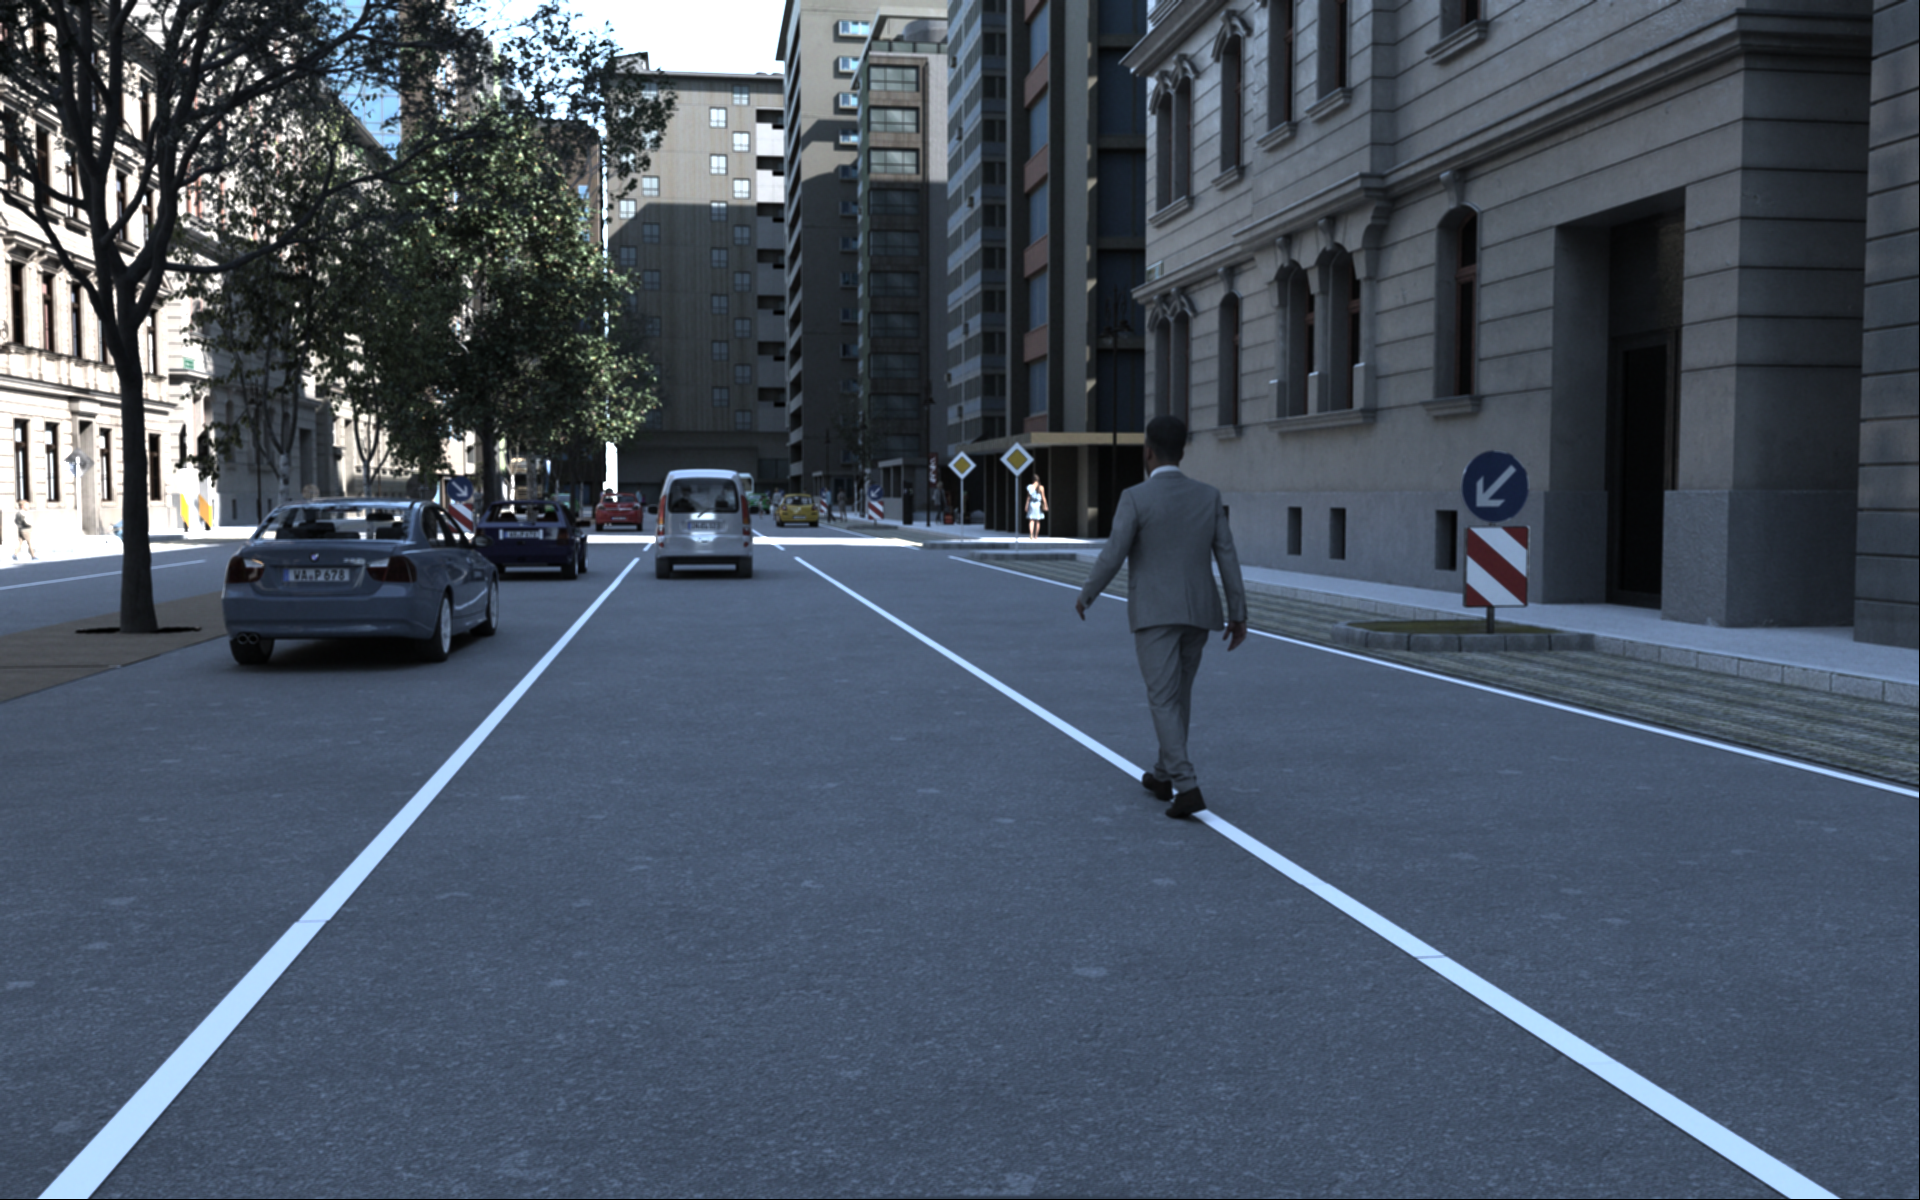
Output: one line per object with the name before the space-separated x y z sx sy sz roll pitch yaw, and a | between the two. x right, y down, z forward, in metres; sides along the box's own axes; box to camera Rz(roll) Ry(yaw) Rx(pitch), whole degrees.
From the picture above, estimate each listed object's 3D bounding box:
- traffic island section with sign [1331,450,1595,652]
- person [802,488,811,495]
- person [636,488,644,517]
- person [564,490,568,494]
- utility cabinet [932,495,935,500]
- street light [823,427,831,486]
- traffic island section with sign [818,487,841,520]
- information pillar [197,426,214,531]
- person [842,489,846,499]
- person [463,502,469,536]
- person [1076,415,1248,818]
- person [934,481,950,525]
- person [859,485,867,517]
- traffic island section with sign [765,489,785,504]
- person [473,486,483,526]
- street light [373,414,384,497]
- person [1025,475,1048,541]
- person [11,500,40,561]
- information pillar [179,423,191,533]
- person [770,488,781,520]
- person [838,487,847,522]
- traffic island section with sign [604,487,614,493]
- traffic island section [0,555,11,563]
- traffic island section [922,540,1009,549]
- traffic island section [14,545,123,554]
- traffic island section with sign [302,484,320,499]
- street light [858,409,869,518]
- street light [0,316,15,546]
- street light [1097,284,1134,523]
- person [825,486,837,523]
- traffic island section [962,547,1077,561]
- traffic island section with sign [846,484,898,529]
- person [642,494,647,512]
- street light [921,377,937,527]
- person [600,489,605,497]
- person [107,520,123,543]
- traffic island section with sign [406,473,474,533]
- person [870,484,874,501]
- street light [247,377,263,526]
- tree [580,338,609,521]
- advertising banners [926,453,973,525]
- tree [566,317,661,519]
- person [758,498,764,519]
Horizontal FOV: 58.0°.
traffic island section with sign | 4.661 -0.485 16.554 1.989 1.847 2.006 -1 4 -9
person | -12.355 -8.118 139.300 0.750 1.759 0.617 -3 4 -36
person | -20.167 -6.126 108.525 0.748 1.841 0.638 1 4 18
person | -32.716 -8.280 144.591 0.721 1.743 1.217 0 4 -3
utility cabinet | -1.423 -5.631 103.235 0.306 1.237 1.020 1 4 10
street light | -9.201 -9.026 120.366 0.468 5.910 1.993 -1 4 -9
traffic island section with sign | -7.707 -5.426 97.344 1.989 1.847 2.006 -1 4 -9
information pillar | -26.045 -4.182 59.730 0.504 3.616 0.183 1 4 22
person | -9.888 -8.604 147.641 0.530 1.710 0.541 -1 4 -15
person | -16.954 -2.759 59.114 1.012 1.151 0.738 3 5 44
person | 0.945 0.055 7.877 0.678 1.792 0.850 -1 4 -20
person | -0.788 -3.973 71.178 0.709 1.800 0.728 -3 5 -39
person | -5.382 -5.516 96.406 0.466 1.800 0.511 -1 4 -17
traffic island section with sign | -15.427 -8.516 147.860 1.989 1.847 2.006 -1 4 -9
person | -21.346 -4.172 76.899 0.466 1.800 0.511 2 4 35
street light | -31.975 -7.494 95.317 0.468 5.910 1.993 -1 4 -9
person | 2.085 -2.522 47.378 0.616 1.811 0.778 1 4 9
person | -20.135 -1.496 37.235 0.475 1.303 0.640 1 4 20
information pillar | -25.633 -4.028 57.215 0.183 3.616 0.504 0 4 -7
person | -10.110 -5.295 95.431 0.694 1.780 0.624 -1 4 -16
person | -6.019 -4.859 88.278 0.599 1.781 0.374 -2 4 -34
traffic island section with sign | -24.004 -6.742 118.360 2.006 1.907 1.989 -1 4 -9
traffic island section | -20.682 -0.786 35.126 2.009 0.180 2.903 -1 4 -9
traffic island section | 0.097 -1.473 46.367 2.009 0.180 2.903 -1 4 -9
traffic island section | -21.890 -1.268 43.019 2.009 0.180 2.903 -1 4 -9
traffic island section with sign | -25.303 -3.594 67.388 1.989 1.847 2.006 -1 4 -9
street light | -5.246 -7.430 94.269 0.468 5.910 1.993 -1 4 -9
street light | -23.894 -4.290 42.924 0.468 5.910 1.993 -1 4 -9
street light | 3.418 -4.002 38.219 0.468 5.910 1.993 -1 4 -9
person | -6.286 -4.608 83.864 0.620 1.820 0.660 -1 4 -10
traffic island section | 1.305 -0.990 38.473 2.009 0.180 2.903 -1 4 -9
traffic island section with sign | -3.630 -3.796 70.698 1.989 1.847 2.006 -1 4 -9
person | -25.185 -7.699 137.601 0.599 1.433 0.991 2 4 33
street light | -1.252 -5.844 68.329 0.468 5.910 1.993 -1 4 -9
person | -28.710 -8.038 139.783 0.599 1.838 0.709 0 4 -7
person | -22.941 -2.048 47.488 0.738 1.151 1.012 1 4 9
traffic island section with sign | -11.516 -1.751 36.761 2.006 1.907 1.989 -1 4 -9
person | -4.473 -5.162 90.467 0.620 1.820 0.660 0 4 -7
street light | -27.885 -5.875 68.843 0.468 5.910 1.993 -1 4 -9
tree | -17.204 -7.395 73.727 4.360 8.622 3.978 0 3 0
advertising banners | -0.450 -4.684 72.764 2.074 3.025 0.090 1 4 21
tree | -20.818 -10.442 98.931 9.928 11.665 9.643 0 3 0
person | -11.627 -5.328 100.625 0.382 1.210 0.505 -2 4 -35
